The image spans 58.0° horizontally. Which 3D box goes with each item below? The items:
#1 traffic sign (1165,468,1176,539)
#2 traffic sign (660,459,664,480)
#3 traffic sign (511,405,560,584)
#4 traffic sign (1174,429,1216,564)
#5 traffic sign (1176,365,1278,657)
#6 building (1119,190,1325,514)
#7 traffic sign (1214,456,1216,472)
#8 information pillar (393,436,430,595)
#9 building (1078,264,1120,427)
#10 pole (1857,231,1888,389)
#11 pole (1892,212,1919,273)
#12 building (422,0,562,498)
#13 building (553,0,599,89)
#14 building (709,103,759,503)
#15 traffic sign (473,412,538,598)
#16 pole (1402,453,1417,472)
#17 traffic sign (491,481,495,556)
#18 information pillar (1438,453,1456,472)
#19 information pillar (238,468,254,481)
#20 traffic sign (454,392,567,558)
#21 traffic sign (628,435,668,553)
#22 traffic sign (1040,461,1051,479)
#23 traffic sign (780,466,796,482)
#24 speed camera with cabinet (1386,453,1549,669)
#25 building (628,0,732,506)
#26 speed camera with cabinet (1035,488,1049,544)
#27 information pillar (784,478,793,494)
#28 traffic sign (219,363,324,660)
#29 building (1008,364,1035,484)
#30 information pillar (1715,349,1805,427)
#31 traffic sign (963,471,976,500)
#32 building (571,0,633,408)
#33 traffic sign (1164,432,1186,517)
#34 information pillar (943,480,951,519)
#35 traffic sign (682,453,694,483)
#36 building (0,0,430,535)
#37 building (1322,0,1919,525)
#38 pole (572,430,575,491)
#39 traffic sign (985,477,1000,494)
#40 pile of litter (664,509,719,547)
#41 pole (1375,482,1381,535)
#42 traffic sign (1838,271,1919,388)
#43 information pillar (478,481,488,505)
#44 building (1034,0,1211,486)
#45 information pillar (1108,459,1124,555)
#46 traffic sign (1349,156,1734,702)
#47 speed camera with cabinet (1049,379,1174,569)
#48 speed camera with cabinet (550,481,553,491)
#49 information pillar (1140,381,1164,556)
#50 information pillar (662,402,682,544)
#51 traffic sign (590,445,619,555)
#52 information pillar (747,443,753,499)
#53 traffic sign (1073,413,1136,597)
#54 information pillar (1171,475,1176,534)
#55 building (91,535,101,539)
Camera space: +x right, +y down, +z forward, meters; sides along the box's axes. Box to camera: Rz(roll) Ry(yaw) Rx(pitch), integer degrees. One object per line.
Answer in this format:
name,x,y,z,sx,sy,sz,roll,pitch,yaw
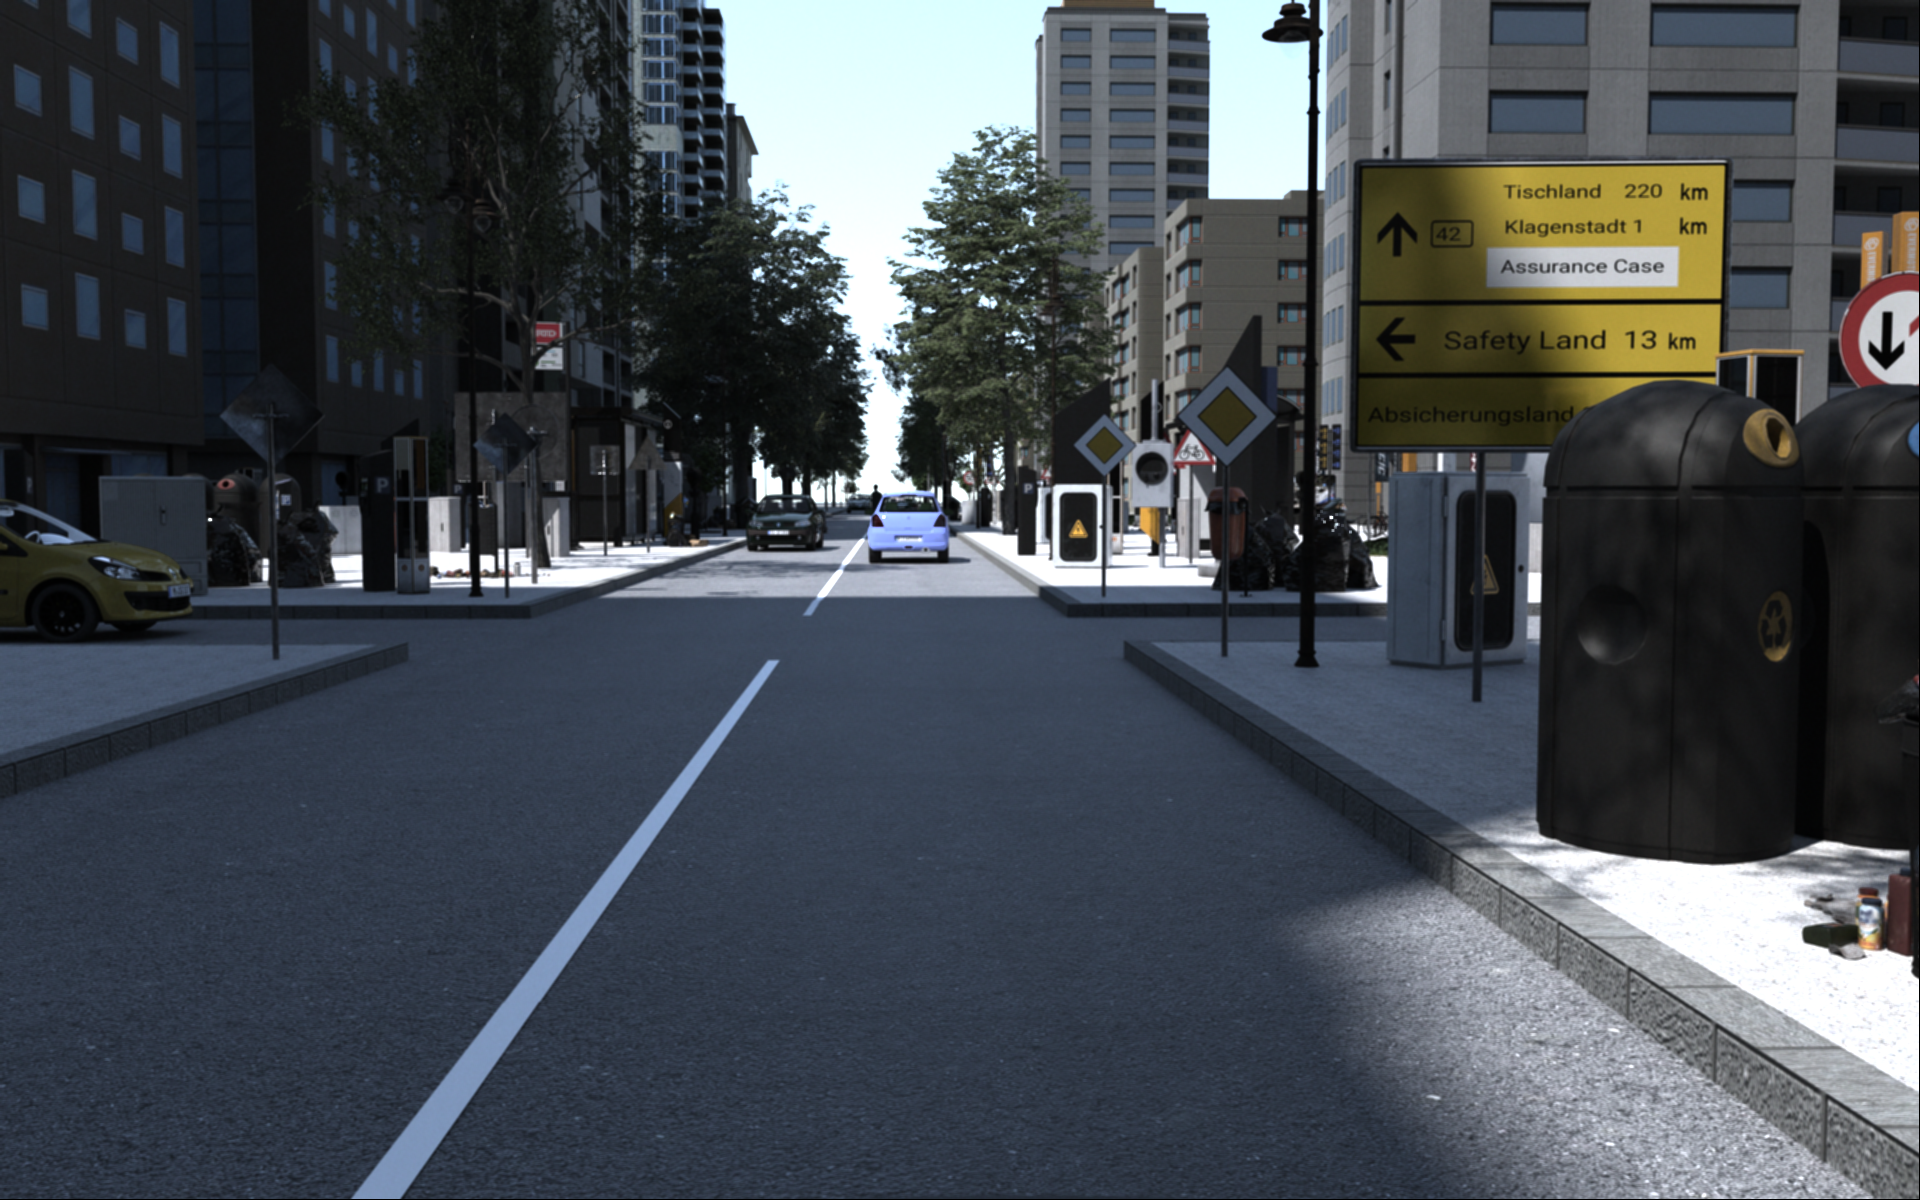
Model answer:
traffic sign,5.653,-2.924,47.816,0.884,2.594,0.081,0,4,1
traffic sign,-8.420,-2.945,50.281,0.606,2.300,0.079,0,4,7
traffic sign,-6.087,-1.504,24.705,0.768,2.556,0.104,0,4,5
traffic sign,4.238,-1.941,31.738,0.884,2.594,0.081,0,4,2
traffic sign,2.087,-0.610,13.622,0.795,2.450,0.064,0,4,-2
building,26.521,-16.597,116.393,27.650,21.520,28.899,0,4,-2
traffic sign,5.200,-1.922,33.561,0.606,2.300,0.079,0,4,1
information pillar,-7.029,-1.084,22.220,0.304,2.012,0.304,2,4,28
building,25.169,-18.359,145.208,27.650,21.520,28.899,0,4,-2
pole,7.139,-1.209,13.603,0.158,3.312,0.155,0,3,0
pole,6.873,-1.151,12.655,0.158,3.312,0.155,0,3,0
building,-28.461,-19.269,86.750,14.160,30.474,14.107,0,4,-2
building,-37.834,-31.745,108.261,28.713,52.752,27.495,0,4,-2
building,-42.650,-39.631,237.199,28.713,52.752,27.495,0,4,-2
traffic sign,-5.595,-1.083,21.352,0.795,2.450,0.064,0,4,-2
pole,6.731,-1.963,25.941,0.158,3.312,0.155,0,3,0
traffic sign,-9.609,-2.179,35.625,0.884,2.594,0.081,0,4,3
information pillar,7.621,-2.188,27.122,0.183,3.616,0.504,3,5,41
information pillar,-19.999,-2.695,48.561,0.304,2.012,0.304,3,4,37
traffic sign,-8.972,-2.489,34.576,2.265,3.308,0.079,0,4,5
traffic sign,-6.823,-2.315,37.861,0.884,2.594,0.081,0,4,7
traffic sign,3.236,-3.692,60.366,0.884,2.594,0.081,0,3,0
traffic sign,-7.834,-4.818,78.886,0.768,2.556,0.104,0,4,5
speed camera with cabinet,4.210,-1.159,13.291,2.038,3.252,0.660,-2,4,-33
building,-38.238,-54.671,206.549,22.319,86.520,31.000,0,4,-2
speed camera with cabinet,2.792,-3.089,44.839,2.038,3.252,0.660,-2,4,-32
information pillar,-7.767,-4.518,78.358,0.304,2.012,0.304,-2,4,-32
traffic sign,-5.303,-0.595,13.373,0.795,2.450,0.064,0,4,-2
building,21.415,-24.324,242.734,27.650,21.520,28.899,0,4,-2
information pillar,4.123,-0.276,8.997,0.304,2.012,0.304,-1,4,-11
traffic sign,0.557,-5.853,95.804,0.768,2.556,0.104,0,4,6
building,-33.983,-42.435,132.072,20.563,71.187,20.611,0,4,-2
traffic sign,4.262,-2.212,36.167,0.884,2.594,0.081,0,4,4
information pillar,-0.703,-5.290,90.979,0.304,2.012,0.304,2,4,32
traffic sign,-8.686,-3.304,54.134,0.768,2.556,0.104,0,4,6
building,-28.856,-25.324,64.155,14.600,45.320,14.200,0,4,-2
building,26.516,-32.496,73.307,21.231,58.520,28.212,0,4,-2
pole,-10.749,-3.311,47.975,0.158,3.312,0.155,0,3,0
traffic sign,1.681,-5.571,91.094,0.884,2.594,0.081,0,4,7
pile of litter,-6.723,-1.746,42.511,1.176,0.858,1.719,0,4,2
pole,13.150,-3.706,54.431,0.158,3.312,0.155,0,3,0
traffic sign,5.414,-0.605,10.006,0.768,2.556,0.104,0,4,1
information pillar,-10.314,-2.000,37.198,0.304,2.012,0.304,0,4,-3
building,19.718,-41.041,213.021,21.231,58.520,28.212,0,4,-2
information pillar,3.278,-1.956,36.475,0.304,2.012,0.304,1,4,13
traffic sign,3.521,-1.023,10.595,2.265,3.308,0.079,0,4,2
speed camera with cabinet,2.645,-2.174,29.887,2.038,3.252,0.660,1,4,12
speed camera with cabinet,-19.042,-5.302,81.020,2.038,3.252,0.660,3,4,38
information pillar,3.979,-2.718,35.799,0.504,3.616,0.183,0,4,3
information pillar,-7.362,-3.238,44.298,0.504,3.616,0.183,1,4,16
traffic sign,-7.428,-2.086,36.240,0.606,2.300,0.079,0,4,-1
information pillar,-9.632,-5.341,78.674,0.504,3.616,0.183,0,4,-5
traffic sign,1.795,-1.098,21.602,0.795,2.450,0.064,0,4,-2
information pillar,7.030,-3.164,56.223,0.304,2.012,0.304,2,4,26
building,-28.677,-23.968,41.989,14.600,45.320,14.200,0,4,-2
